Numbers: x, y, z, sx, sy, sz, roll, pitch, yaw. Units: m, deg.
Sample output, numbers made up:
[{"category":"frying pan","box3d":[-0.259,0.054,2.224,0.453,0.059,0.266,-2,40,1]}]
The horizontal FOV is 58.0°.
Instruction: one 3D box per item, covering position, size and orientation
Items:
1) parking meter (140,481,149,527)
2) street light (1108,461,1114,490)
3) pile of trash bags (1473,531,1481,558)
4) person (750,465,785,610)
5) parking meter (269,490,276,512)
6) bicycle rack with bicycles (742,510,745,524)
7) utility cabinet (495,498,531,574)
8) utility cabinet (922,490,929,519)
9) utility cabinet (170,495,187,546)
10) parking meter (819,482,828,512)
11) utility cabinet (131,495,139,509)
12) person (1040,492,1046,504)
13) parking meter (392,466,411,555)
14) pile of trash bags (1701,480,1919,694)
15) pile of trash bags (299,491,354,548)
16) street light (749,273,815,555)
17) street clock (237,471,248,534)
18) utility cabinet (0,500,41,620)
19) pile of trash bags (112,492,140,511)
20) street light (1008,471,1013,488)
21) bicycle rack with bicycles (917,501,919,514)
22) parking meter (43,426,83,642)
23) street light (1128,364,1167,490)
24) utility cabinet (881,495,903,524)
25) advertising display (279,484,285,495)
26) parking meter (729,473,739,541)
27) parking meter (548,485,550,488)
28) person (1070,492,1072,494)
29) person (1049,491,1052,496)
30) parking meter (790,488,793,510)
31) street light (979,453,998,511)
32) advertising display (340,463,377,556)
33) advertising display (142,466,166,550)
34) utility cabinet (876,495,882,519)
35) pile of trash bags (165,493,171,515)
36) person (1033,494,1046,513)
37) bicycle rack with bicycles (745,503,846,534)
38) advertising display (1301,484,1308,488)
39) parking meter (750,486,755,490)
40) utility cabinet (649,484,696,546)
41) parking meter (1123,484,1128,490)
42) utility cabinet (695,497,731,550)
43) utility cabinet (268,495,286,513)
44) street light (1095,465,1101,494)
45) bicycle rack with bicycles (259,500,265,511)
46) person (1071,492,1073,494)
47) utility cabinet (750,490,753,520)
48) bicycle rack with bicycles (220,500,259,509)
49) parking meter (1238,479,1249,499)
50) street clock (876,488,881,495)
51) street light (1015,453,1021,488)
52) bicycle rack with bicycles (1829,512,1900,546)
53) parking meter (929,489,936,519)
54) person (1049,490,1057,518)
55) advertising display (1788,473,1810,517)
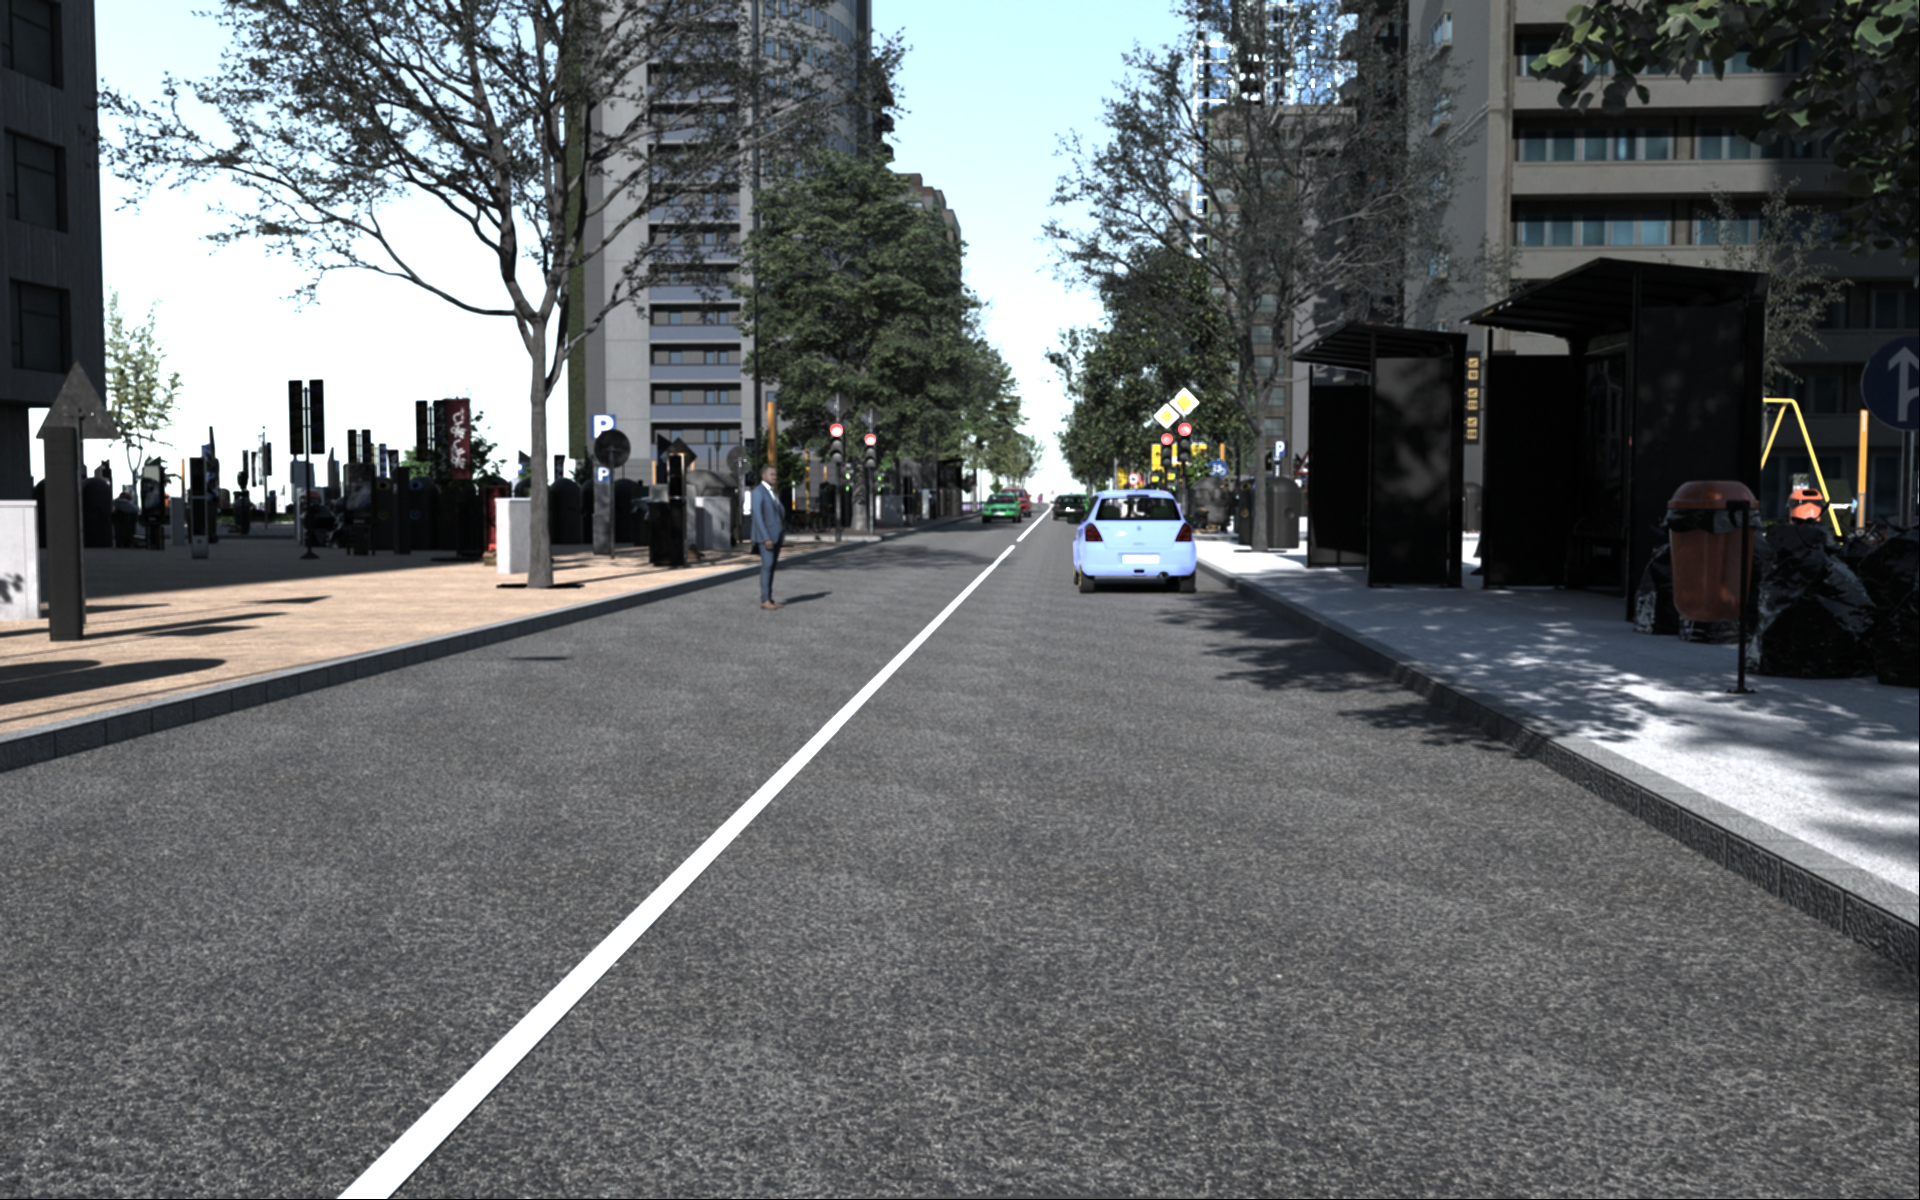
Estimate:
[{"category":"parking meter","box3d":[-31.970,-3.813,68.047,0.255,1.863,0.399,1,4,18]},{"category":"street light","box3d":[8.806,-7.547,95.935,1.470,5.913,1.316,0,4,3]},{"category":"pile of trash bags","box3d":[12.160,-1.558,35.230,3.447,1.369,1.912,-3,4,-36]},{"category":"person","box3d":[-2.420,-0.801,21.785,0.419,1.800,0.721,1,4,9]},{"category":"parking meter","box3d":[-38.371,-5.399,96.680,0.372,1.533,0.369,0,3,0]},{"category":"bicycle rack with bicycles","box3d":[-7.753,-3.678,73.521,2.852,0.926,2.925,3,4,36]},{"category":"utility cabinet","box3d":[-7.124,-1.043,28.217,0.306,1.237,1.020,1,4,23]},{"category":"utility cabinet","box3d":[-1.561,-4.908,88.929,0.318,1.500,1.173,-1,4,-23]},{"category":"utility cabinet","box3d":[-19.543,-1.964,43.270,0.306,1.237,1.020,-2,4,-27]},{"category":"parking meter","box3d":[-6.564,-4.757,83.483,0.399,1.863,0.255,-3,5,-42]},{"category":"utility cabinet","box3d":[-59.598,-6.951,124.812,0.306,1.237,1.020,0,4,4]},{"category":"person","box3d":[11.779,-14.755,250.463,1.217,1.735,0.721,0,4,7]},{"category":"parking meter","box3d":[-11.890,-1.905,36.855,0.255,1.863,0.399,-3,5,-40]},{"category":"pile of trash bags","box3d":[6.237,-0.132,11.916,3.447,1.369,1.912,-2,4,-24]},{"category":"pile of trash bags","box3d":[-15.374,-2.017,42.737,3.447,1.369,1.912,3,5,43]},{"category":"street light","box3d":[-3.752,-3.915,36.552,1.470,5.913,1.316,0,4,3]},{"category":"street clock","box3d":[-22.765,-3.085,55.007,0.358,2.002,0.471,-3,4,-37]},{"category":"utility cabinet","box3d":[-9.946,-0.394,17.603,1.020,1.237,0.306,-2,4,-31]},{"category":"pile of trash bags","box3d":[-61.305,-7.245,128.212,3.447,1.369,1.912,-3,5,-43]},{"category":"street light","box3d":[4.057,-11.715,164.087,1.470,5.913,1.316,0,4,3]},{"category":"bicycle rack with bicycles","box3d":[-1.876,-5.757,107.507,2.852,0.926,2.925,1,4,9]},{"category":"parking meter","box3d":[-7.870,-0.581,15.204,0.255,1.863,0.399,-2,4,-25]},{"category":"street light","box3d":[6.832,-5.479,62.126,1.470,5.913,1.316,0,4,3]},{"category":"utility cabinet","box3d":[-2.761,-3.884,74.661,1.020,1.237,0.306,2,4,24]},{"category":"advertising display","box3d":[-44.246,-6.595,113.041,0.123,1.923,0.974,-3,4,-37]},{"category":"parking meter","box3d":[-6.156,-2.539,47.222,0.255,1.863,0.399,0,4,0]},{"category":"parking meter","box3d":[-27.303,-6.660,114.598,0.255,1.863,0.399,-3,5,-41]},{"category":"person","box3d":[16.065,-14.801,251.169,0.621,1.740,0.551,-2,4,-34]},{"category":"person","box3d":[12.423,-13.861,234.993,0.709,1.838,0.599,-2,4,-31]},{"category":"parking meter","box3d":[-12.060,-7.193,123.311,0.255,1.863,0.399,3,5,40]},{"category":"street light","box3d":[2.112,-9.715,131.381,1.470,5.913,1.316,0,4,3]},{"category":"advertising display","box3d":[-12.549,-1.897,36.232,0.974,1.923,0.123,2,4,35]},{"category":"advertising display","box3d":[-18.485,-2.111,39.723,0.974,1.923,0.123,3,5,43]},{"category":"utility cabinet","box3d":[-4.206,-4.853,90.511,0.306,1.237,1.020,0,4,8]},{"category":"pile of trash bags","box3d":[-47.051,-5.666,102.387,1.912,1.369,3.447,-2,4,-29]},{"category":"person","box3d":[6.135,-7.483,134.072,0.991,1.433,0.599,1,4,10]},{"category":"bicycle rack with bicycles","box3d":[-5.080,-2.709,57.679,2.925,0.926,2.852,-3,4,-36]},{"category":"advertising display","box3d":[22.867,-6.689,114.572,0.974,1.923,0.123,-1,4,-23]},{"category":"parking meter","box3d":[-15.397,-7.523,128.709,0.399,1.863,0.255,1,4,14]},{"category":"utility cabinet","box3d":[-6.397,-1.829,38.583,1.173,1.500,0.318,3,4,37]},{"category":"parking meter","box3d":[10.017,-6.012,104.014,0.399,1.863,0.255,0,4,-2]},{"category":"utility cabinet","box3d":[-5.690,-1.755,39.851,0.306,1.237,1.020,2,4,29]},{"category":"utility cabinet","box3d":[-43.712,-6.098,110.869,1.020,1.237,0.306,-1,4,-12]},{"category":"street light","box3d":[11.450,-10.221,139.651,1.470,5.913,1.316,0,4,3]},{"category":"bicycle rack with bicycles","box3d":[-52.608,-7.229,131.583,2.925,0.926,2.852,-2,4,-35]},{"category":"person","box3d":[16.936,-15.495,262.624,1.217,1.735,0.721,-2,4,-24]},{"category":"utility cabinet","box3d":[-9.632,-4.604,83.951,0.318,1.500,1.173,3,5,40]},{"category":"bicycle rack with bicycles","box3d":[-48.631,-6.196,114.688,2.852,0.926,2.925,3,5,44]},{"category":"parking meter","box3d":[11.104,-3.796,67.768,0.399,1.863,0.255,0,4,-4]},{"category":"street clock","box3d":[-4.952,-6.171,105.462,0.358,2.002,0.471,1,4,20]},{"category":"street light","box3d":[6.016,-13.711,196.710,1.470,5.913,1.316,0,4,3]},{"category":"bicycle rack with bicycles","box3d":[17.889,-1.230,33.486,2.925,0.926,2.852,-1,4,-12]},{"category":"parking meter","box3d":[-1.384,-4.848,87.681,0.372,1.533,0.369,0,3,0]},{"category":"person","box3d":[5.600,-5.789,104.158,0.512,1.701,0.522,1,4,18]},{"category":"advertising display","box3d":[26.104,-2.978,53.899,0.974,1.923,0.123,-2,4,-35]}]
